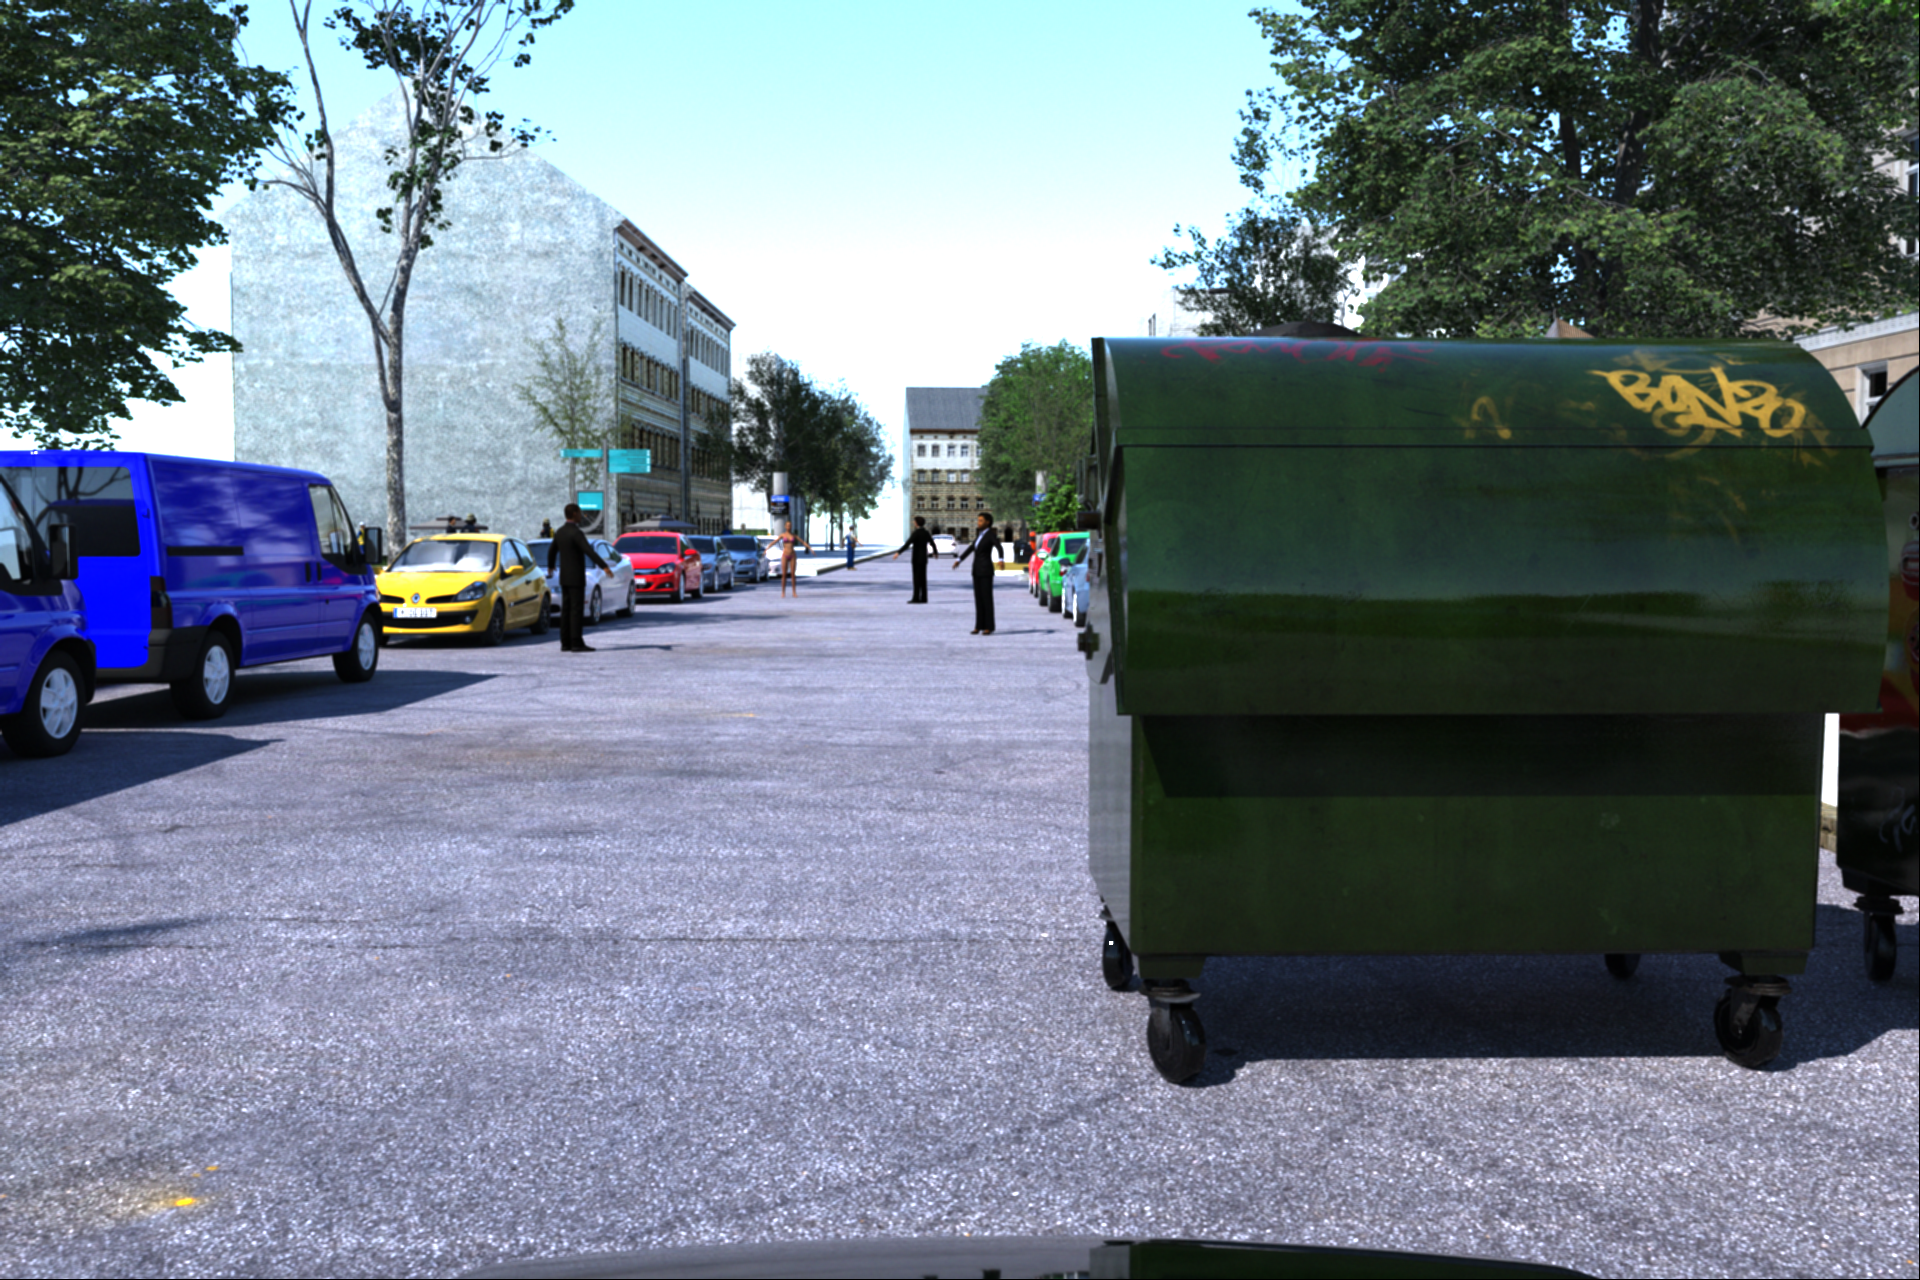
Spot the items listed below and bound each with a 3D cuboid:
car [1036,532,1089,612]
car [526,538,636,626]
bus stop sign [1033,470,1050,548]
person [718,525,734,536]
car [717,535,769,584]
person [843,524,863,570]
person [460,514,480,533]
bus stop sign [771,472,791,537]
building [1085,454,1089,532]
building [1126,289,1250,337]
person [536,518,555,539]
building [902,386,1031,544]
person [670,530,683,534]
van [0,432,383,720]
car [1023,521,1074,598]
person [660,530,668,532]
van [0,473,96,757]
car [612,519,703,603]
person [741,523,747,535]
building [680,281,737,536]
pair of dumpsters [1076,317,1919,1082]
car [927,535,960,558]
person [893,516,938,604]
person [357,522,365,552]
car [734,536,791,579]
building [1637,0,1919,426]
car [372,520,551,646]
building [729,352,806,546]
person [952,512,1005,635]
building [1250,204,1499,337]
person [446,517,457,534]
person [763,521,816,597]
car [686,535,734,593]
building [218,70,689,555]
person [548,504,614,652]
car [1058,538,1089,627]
[{"bbox_3d":[2.473,-1.484,33.061,1.959,1.807,4.718,0,4,-1],"label":"car"},{"bbox_3d":[-6.594,-0.994,28.620,2.083,1.381,4.827,0,4,1],"label":"car"},{"bbox_3d":[3.461,-5.067,71.864,0.837,3.901,0.837,0,4,0],"label":"bus stop sign"},{"bbox_3d":[-13.200,-5.616,97.954,1.347,1.817,0.704,0,4,-5],"label":"person"},{"bbox_3d":[-6.697,-2.415,51.493,2.014,1.417,4.499,0,4,0],"label":"car"},{"bbox_3d":[-4.347,-3.727,69.253,0.705,1.847,1.347,-3,4,-38],"label":"person"},{"bbox_3d":[-13.490,-2.571,47.902,1.351,1.845,0.704,2,4,34],"label":"person"},{"bbox_3d":[-7.674,-5.201,74.054,0.837,3.901,0.837,0,4,-1],"label":"bus stop sign"},{"bbox_3d":[23.502,-20.209,196.866,16.747,18.905,31.486,0,4,0],"label":"building"},{"bbox_3d":[22.633,-16.330,133.454,16.747,18.905,31.486,0,3,0],"label":"building"},{"bbox_3d":[-14.819,-3.440,62.029,0.705,1.856,1.354,1,4,22],"label":"person"},{"bbox_3d":[0.940,-25.893,256.743,18.063,23.208,19.493,0,4,-5],"label":"building"},{"bbox_3d":[-13.157,-4.547,80.280,1.347,1.837,0.705,-3,5,-41],"label":"person"},{"bbox_3d":[-6.673,-0.652,15.038,2.240,2.365,5.245,0,4,0],"label":"van"},{"bbox_3d":[2.558,-1.921,40.454,2.155,1.783,4.494,0,4,0],"label":"car"},{"bbox_3d":[-12.306,-4.069,72.493,0.705,1.833,1.349,1,4,13],"label":"person"},{"bbox_3d":[-6.723,-0.306,9.392,2.240,2.365,5.245,0,4,0],"label":"van"},{"bbox_3d":[-6.630,-1.717,37.116,2.155,1.783,4.494,0,4,0],"label":"car"},{"bbox_3d":[-10.863,-4.927,86.677,0.705,1.813,1.348,-1,4,-9],"label":"person"},{"bbox_3d":[-25.889,-17.429,115.901,19.493,23.208,18.063,0,4,1],"label":"building"},{"bbox_3d":[2.551,-0.006,5.055,4.436,2.255,1.574,0,4,-1],"label":"pair of dumpsters"},{"bbox_3d":[-1.037,-5.711,105.741,2.083,1.381,4.827,0,4,0],"label":"car"},{"bbox_3d":[-0.858,-1.660,35.788,0.705,1.806,1.347,3,5,40],"label":"person"},{"bbox_3d":[-24.474,-3.962,71.251,0.721,1.772,1.216,0,4,6],"label":"person"},{"bbox_3d":[-6.486,-2.711,56.692,2.083,1.381,4.827,0,3,0],"label":"car"},{"bbox_3d":[25.389,-15.455,38.594,13.634,28.700,20.117,0,4,0],"label":"building"},{"bbox_3d":[-6.748,-0.804,23.365,2.015,1.641,3.980,0,4,0],"label":"car"},{"bbox_3d":[-26.212,-19.413,183.862,16.747,18.905,31.486,0,3,0],"label":"building"},{"bbox_3d":[0.277,-0.945,24.635,0.721,1.740,1.216,-2,4,-34],"label":"person"},{"bbox_3d":[23.046,-15.271,106.093,16.016,20.090,11.380,0,4,0],"label":"building"},{"bbox_3d":[-15.890,-2.952,54.315,0.704,1.823,1.345,0,4,4],"label":"person"},{"bbox_3d":[-3.865,-1.832,39.216,1.217,1.733,0.721,-1,4,-13],"label":"person"},{"bbox_3d":[-6.754,-1.927,43.506,2.014,1.417,4.499,0,4,1],"label":"car"},{"bbox_3d":[-25.538,-15.952,91.747,19.493,23.208,18.063,0,4,1],"label":"building"},{"bbox_3d":[-4.698,-0.762,21.139,1.346,1.802,0.704,3,5,45],"label":"person"},{"bbox_3d":[2.619,-0.975,27.942,2.014,1.417,4.499,0,4,0],"label":"car"}]
